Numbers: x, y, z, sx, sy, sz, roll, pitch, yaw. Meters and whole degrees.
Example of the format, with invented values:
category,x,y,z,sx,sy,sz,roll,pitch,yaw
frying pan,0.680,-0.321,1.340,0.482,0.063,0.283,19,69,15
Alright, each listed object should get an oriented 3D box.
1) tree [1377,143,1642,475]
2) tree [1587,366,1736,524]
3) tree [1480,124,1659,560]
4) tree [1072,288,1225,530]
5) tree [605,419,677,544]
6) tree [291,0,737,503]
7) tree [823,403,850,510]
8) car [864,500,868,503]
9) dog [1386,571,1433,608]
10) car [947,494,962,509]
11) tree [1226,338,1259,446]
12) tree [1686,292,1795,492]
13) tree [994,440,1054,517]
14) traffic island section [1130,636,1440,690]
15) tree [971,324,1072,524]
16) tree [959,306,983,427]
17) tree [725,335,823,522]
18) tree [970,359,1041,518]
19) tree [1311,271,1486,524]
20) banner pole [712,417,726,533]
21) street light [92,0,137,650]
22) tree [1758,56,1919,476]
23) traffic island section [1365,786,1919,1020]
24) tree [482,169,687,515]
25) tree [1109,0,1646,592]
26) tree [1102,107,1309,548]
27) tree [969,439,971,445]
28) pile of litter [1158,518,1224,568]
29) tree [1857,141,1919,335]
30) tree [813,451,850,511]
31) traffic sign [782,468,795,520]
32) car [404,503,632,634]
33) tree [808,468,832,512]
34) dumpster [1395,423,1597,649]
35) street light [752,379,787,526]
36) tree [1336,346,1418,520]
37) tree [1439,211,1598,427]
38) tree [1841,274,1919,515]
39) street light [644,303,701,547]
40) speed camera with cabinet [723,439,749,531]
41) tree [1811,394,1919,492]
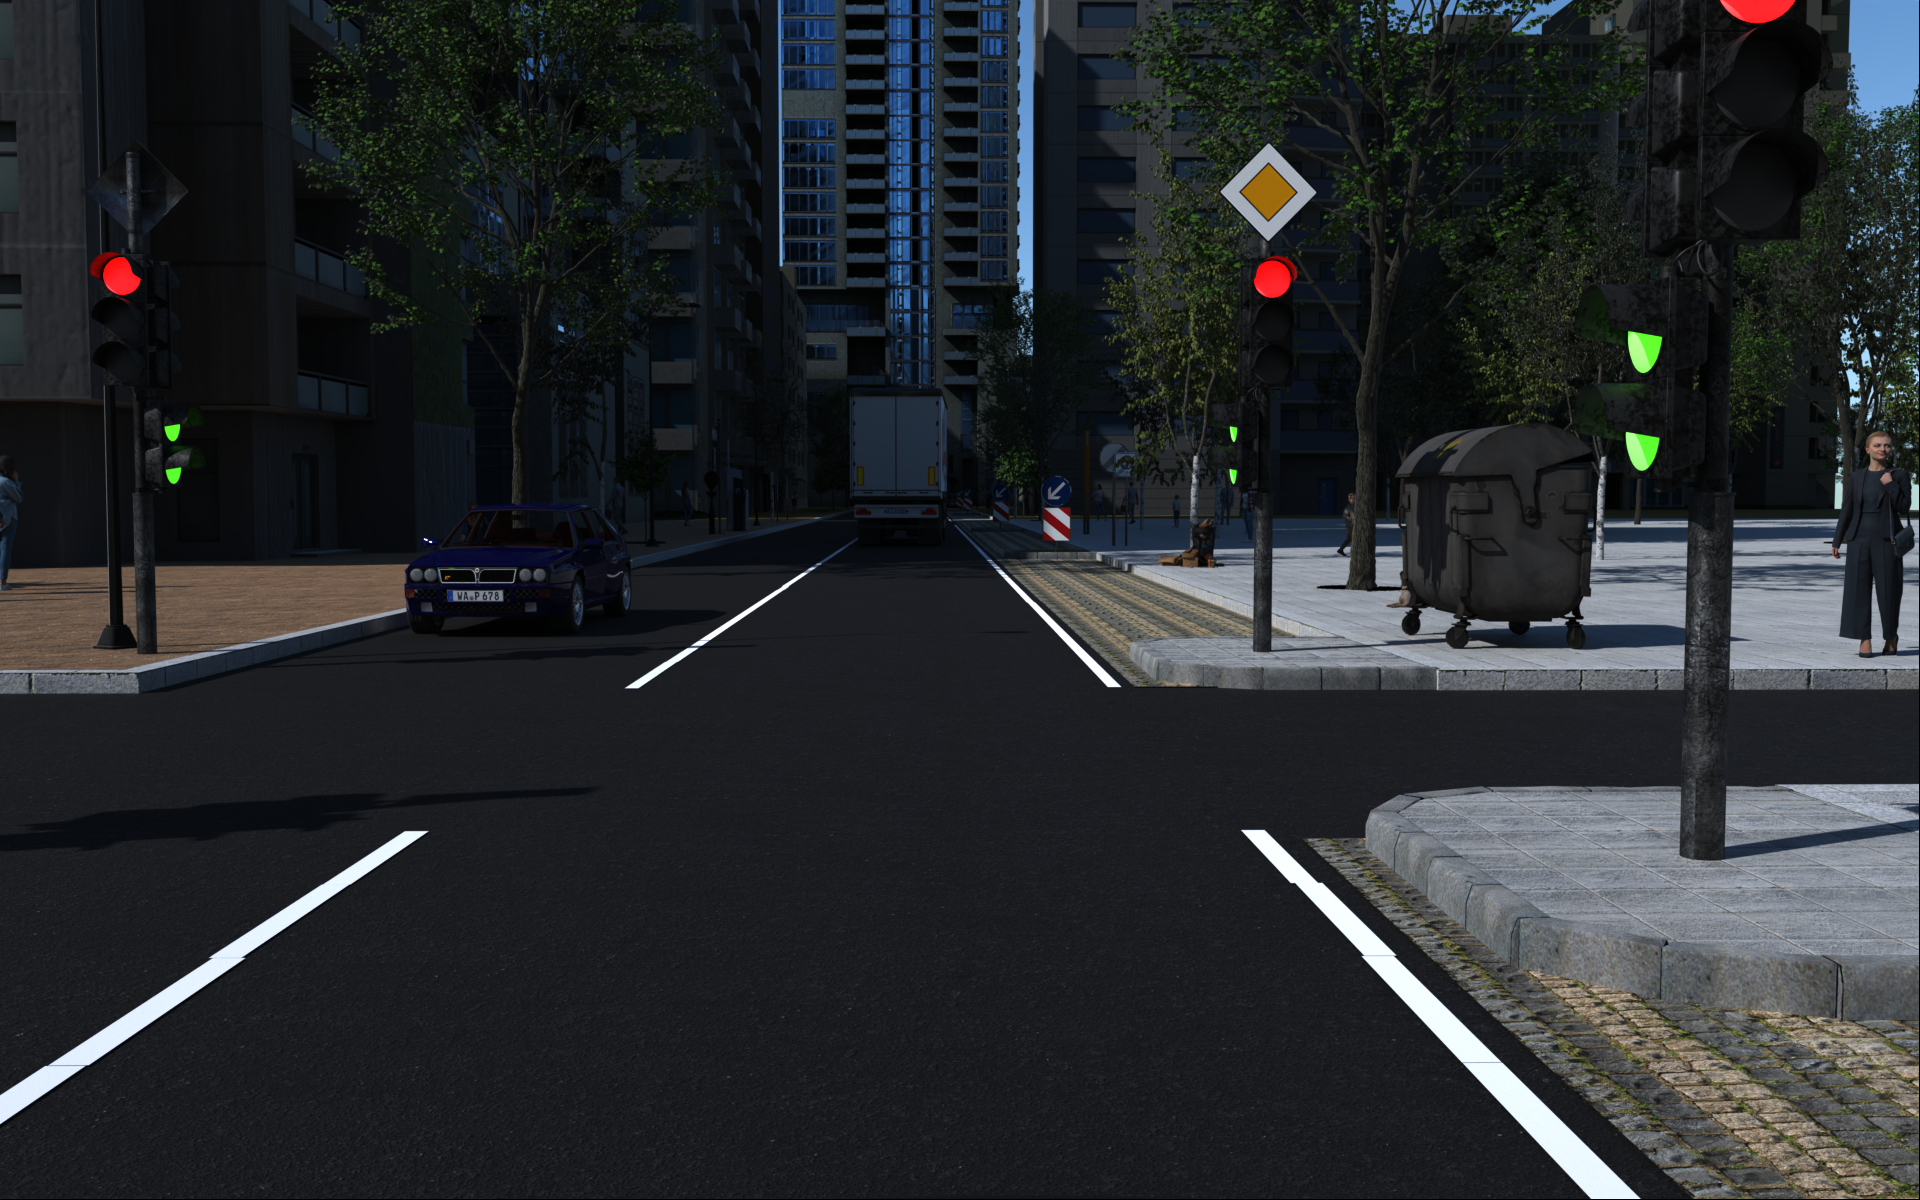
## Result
category,x,y,z,sx,sy,sz,roll,pitch,yaw
tree,18.990,-8.556,56.904,9.611,12.733,9.660,0,3,0
tree,28.962,-8.469,72.874,7.601,10.594,8.767,0,4,-6
tree,12.483,-5.106,33.845,4.360,8.622,3.978,0,3,0
tree,6.791,-6.835,62.115,4.360,8.622,3.978,0,3,0
tree,-8.056,-3.074,44.855,1.663,3.219,1.824,0,3,0
tree,-7.317,-6.315,29.008,9.928,11.665,9.643,0,3,0
tree,-10.129,-11.501,138.401,4.360,8.622,3.978,0,3,0
car,-6.493,-7.660,134.040,1.959,1.807,4.718,0,4,1
dog,5.250,-0.117,19.646,0.748,0.427,0.550,2,4,25
car,-0.691,-9.135,159.146,2.009,1.686,4.222,0,4,1
tree,12.350,-8.043,81.872,4.360,8.622,3.978,0,3,0
tree,28.665,-6.969,64.311,4.737,8.622,4.395,0,3,0
tree,3.730,-7.056,99.078,4.285,4.588,4.351,0,3,0
traffic island section,2.484,0.500,14.114,2.009,0.180,2.903,0,4,-1
tree,3.342,-7.569,74.121,4.360,8.622,3.978,0,3,0
tree,3.844,-9.582,82.419,9.928,11.665,9.643,0,3,0
tree,-8.668,-7.905,79.605,4.360,8.622,3.978,0,3,0
tree,2.839,-8.763,93.645,4.737,8.622,4.395,0,3,0
tree,18.724,-8.519,73.700,8.767,10.594,7.601,2,4,31
banner pole,-7.900,-4.051,56.243,0.401,3.779,0.863,1,4,14
street light,-6.489,-2.552,14.269,1.470,5.913,1.316,0,4,-1
tree,14.628,-4.771,28.361,4.360,8.622,3.978,0,3,0
traffic island section,2.648,0.988,6.130,2.009,0.180,2.903,0,4,-1
tree,-8.300,-5.406,38.753,4.360,8.622,3.978,0,3,0
tree,5.501,-5.934,22.784,9.928,11.665,9.643,0,3,0
tree,4.528,-5.071,33.273,4.737,8.622,4.395,0,3,0
tree,2.993,-11.338,135.742,4.360,8.622,3.978,0,3,0
pile of litter,4.125,-1.038,30.929,1.176,0.858,1.719,0,4,7
tree,23.822,-7.562,34.011,12.009,13.543,11.850,0,3,0
tree,-9.545,-9.059,131.822,4.285,4.588,4.351,0,3,0
traffic sign,-8.541,-5.229,85.601,0.768,2.556,0.104,0,4,1
car,-4.768,-0.394,19.025,1.945,1.354,3.894,0,4,1
tree,-10.008,-8.021,125.752,1.663,3.219,1.824,0,3,0
dumpster,4.624,-0.566,15.008,1.264,1.857,1.865,0,4,-1
street light,-7.680,-5.954,69.889,1.470,5.913,1.316,0,4,-1
tree,20.643,-8.184,84.166,4.360,8.622,3.978,0,3,0
tree,14.603,-5.742,44.252,4.737,8.622,4.395,0,3,0
tree,30.029,-6.389,54.830,4.737,8.622,4.395,0,3,0
street light,-6.979,-4.257,42.141,1.470,5.913,1.316,0,4,-1
speed camera with cabinet,-7.959,-4.112,61.566,0.660,3.252,2.038,-1,4,-16
tree,53.263,-7.373,83.453,20.602,7.101,11.467,0,4,-4
